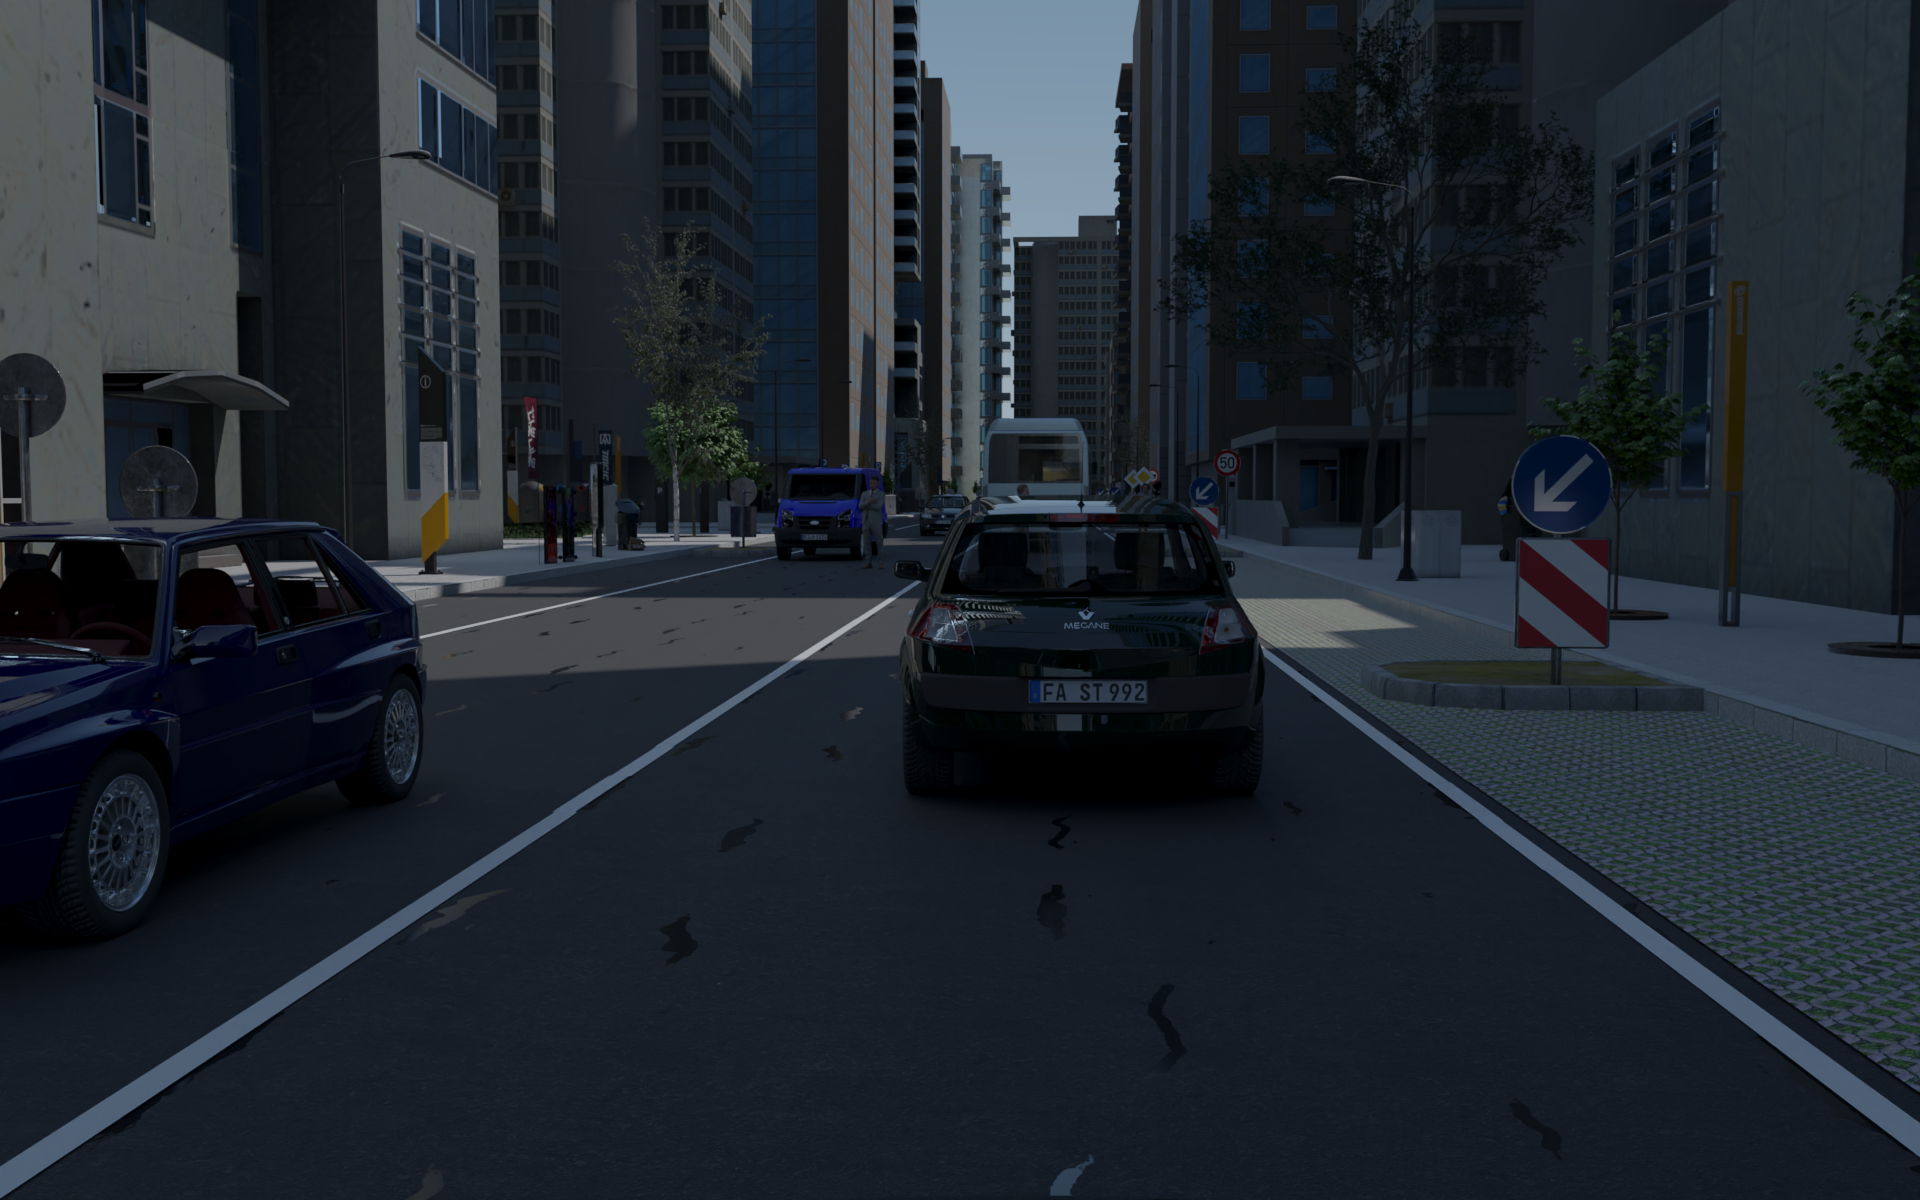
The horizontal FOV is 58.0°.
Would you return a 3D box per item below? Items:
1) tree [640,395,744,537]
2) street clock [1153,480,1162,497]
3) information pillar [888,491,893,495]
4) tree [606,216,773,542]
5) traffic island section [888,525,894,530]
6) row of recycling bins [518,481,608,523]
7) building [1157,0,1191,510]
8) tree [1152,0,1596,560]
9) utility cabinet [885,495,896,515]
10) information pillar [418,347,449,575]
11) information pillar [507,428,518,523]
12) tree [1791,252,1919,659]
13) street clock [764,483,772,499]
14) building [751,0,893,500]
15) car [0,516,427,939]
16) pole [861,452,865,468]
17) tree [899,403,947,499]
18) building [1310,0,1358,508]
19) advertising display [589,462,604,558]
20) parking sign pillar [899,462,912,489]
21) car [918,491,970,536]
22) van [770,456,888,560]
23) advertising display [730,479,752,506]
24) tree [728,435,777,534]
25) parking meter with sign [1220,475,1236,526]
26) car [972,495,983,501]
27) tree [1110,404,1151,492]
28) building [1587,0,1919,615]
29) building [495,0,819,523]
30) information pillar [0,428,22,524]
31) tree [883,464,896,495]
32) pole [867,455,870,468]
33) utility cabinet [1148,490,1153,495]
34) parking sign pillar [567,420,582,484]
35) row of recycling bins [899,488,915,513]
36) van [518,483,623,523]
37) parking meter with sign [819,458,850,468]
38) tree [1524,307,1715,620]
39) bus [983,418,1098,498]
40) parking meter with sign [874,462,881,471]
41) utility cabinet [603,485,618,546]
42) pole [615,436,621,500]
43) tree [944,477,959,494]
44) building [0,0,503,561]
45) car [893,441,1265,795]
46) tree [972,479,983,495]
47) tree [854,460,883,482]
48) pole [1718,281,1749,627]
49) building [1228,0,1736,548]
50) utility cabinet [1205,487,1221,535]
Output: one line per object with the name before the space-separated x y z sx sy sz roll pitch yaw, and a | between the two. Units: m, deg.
tree | -7.977 -4.182 52.092 4.285 4.588 4.351 0 3 0
street clock | 10.458 -5.335 91.802 0.358 2.002 0.471 -2 4 -32
information pillar | -5.094 -7.458 126.433 0.304 2.012 0.304 3 5 39
tree | -7.450 -5.876 46.431 4.360 8.622 3.978 0 3 0
traffic island section | -3.784 -2.967 70.792 2.009 0.180 2.903 0 4 3
row of recycling bins | -13.045 -3.059 57.136 1.069 1.692 3.534 3 4 39
building | 21.986 -34.063 98.921 21.231 58.520 28.212 0 4 3
tree | 7.886 -6.048 33.290 8.767 10.594 7.601 0 4 6
utility cabinet | -4.375 -5.680 104.035 1.020 1.237 0.306 0 4 -8
information pillar | -8.375 -2.212 27.518 0.504 3.616 0.183 1 4 22
information pillar | -15.848 -4.283 61.382 0.504 3.616 0.183 3 4 37
tree | 7.681 -1.173 13.778 1.663 3.219 1.824 0 3 0
street clock | -10.702 -5.614 96.354 0.471 2.002 0.358 -1 4 -21
building | -12.600 -29.503 132.488 14.600 45.320 14.200 0 4 3
car | -3.506 0.352 6.831 1.945 1.354 3.894 0 4 2
pole | -4.720 -5.515 84.014 0.158 3.312 0.155 0 3 0
tree | -2.795 -11.428 137.215 4.360 8.622 3.978 0 3 0
building | 21.534 -29.262 128.542 14.600 45.320 14.200 0 4 3
advertising display | -7.417 -1.843 35.354 0.123 1.923 0.974 -1 4 -21
parking sign pillar | -4.558 -9.518 144.083 1.447 3.967 1.447 2 4 34
car | -0.420 -3.114 60.700 2.009 1.686 4.222 0 4 4
van | -2.886 -2.133 39.266 2.240 2.365 5.245 0 4 4
advertising display | -7.829 -3.468 61.910 0.974 1.923 0.123 2 4 35
tree | -7.002 -3.759 56.056 1.663 3.219 1.824 0 3 0
parking meter with sign | 11.174 -4.506 69.932 1.738 3.016 0.543 3 5 44
car | 1.905 -6.792 123.044 2.014 1.417 4.499 0 4 4
tree | 13.993 -11.586 139.786 4.360 8.622 3.978 0 3 0
building | 20.739 -42.658 10.129 22.319 86.520 31.000 0 4 3
building | -23.178 -23.939 83.282 32.217 40.220 23.993 0 4 3
information pillar | -9.007 -0.723 16.312 0.304 2.012 0.304 2 4 23
tree | -4.731 -7.075 110.282 1.663 3.219 1.824 0 3 0
pole | -4.761 -5.872 89.852 0.158 3.312 0.155 0 3 0
utility cabinet | 9.734 -4.912 88.983 0.318 1.500 1.173 1 4 11
parking sign pillar | -14.112 -4.579 63.343 1.447 3.967 1.447 -1 4 -17
row of recycling bins | -3.824 -7.027 122.007 1.069 1.692 3.534 0 4 7
van | -15.008 -3.639 66.505 4.112 2.044 2.013 0 4 3
parking meter with sign | -6.053 -5.365 83.973 1.738 3.016 0.543 3 5 42
tree | 6.868 -1.438 18.119 1.663 3.219 1.824 0 3 0
bus | 2.370 -3.287 48.607 2.948 3.499 13.247 0 4 5
parking meter with sign | -5.107 -5.975 93.948 1.738 3.016 0.543 3 4 36
utility cabinet | -8.697 -2.101 43.032 0.318 1.500 1.173 -1 4 -15
pole | -12.057 -4.115 61.120 0.158 3.312 0.155 0 3 0
tree | -0.657 -11.044 175.176 1.663 3.219 1.824 0 3 0
building | -20.614 -43.431 22.762 22.319 86.520 31.000 0 4 3
car | 0.602 0.008 9.660 2.009 1.686 4.222 0 4 1
tree | 2.000 -13.623 217.329 1.663 3.219 1.824 0 3 0
tree | -5.788 -6.385 98.990 1.663 3.219 1.824 0 3 0
pole | 7.463 -1.399 16.711 0.158 3.312 0.155 0 3 0
building | 24.364 -21.742 47.370 32.217 40.220 23.993 0 4 3
utility cabinet | 7.839 -2.760 53.810 0.318 1.500 1.173 1 4 18
